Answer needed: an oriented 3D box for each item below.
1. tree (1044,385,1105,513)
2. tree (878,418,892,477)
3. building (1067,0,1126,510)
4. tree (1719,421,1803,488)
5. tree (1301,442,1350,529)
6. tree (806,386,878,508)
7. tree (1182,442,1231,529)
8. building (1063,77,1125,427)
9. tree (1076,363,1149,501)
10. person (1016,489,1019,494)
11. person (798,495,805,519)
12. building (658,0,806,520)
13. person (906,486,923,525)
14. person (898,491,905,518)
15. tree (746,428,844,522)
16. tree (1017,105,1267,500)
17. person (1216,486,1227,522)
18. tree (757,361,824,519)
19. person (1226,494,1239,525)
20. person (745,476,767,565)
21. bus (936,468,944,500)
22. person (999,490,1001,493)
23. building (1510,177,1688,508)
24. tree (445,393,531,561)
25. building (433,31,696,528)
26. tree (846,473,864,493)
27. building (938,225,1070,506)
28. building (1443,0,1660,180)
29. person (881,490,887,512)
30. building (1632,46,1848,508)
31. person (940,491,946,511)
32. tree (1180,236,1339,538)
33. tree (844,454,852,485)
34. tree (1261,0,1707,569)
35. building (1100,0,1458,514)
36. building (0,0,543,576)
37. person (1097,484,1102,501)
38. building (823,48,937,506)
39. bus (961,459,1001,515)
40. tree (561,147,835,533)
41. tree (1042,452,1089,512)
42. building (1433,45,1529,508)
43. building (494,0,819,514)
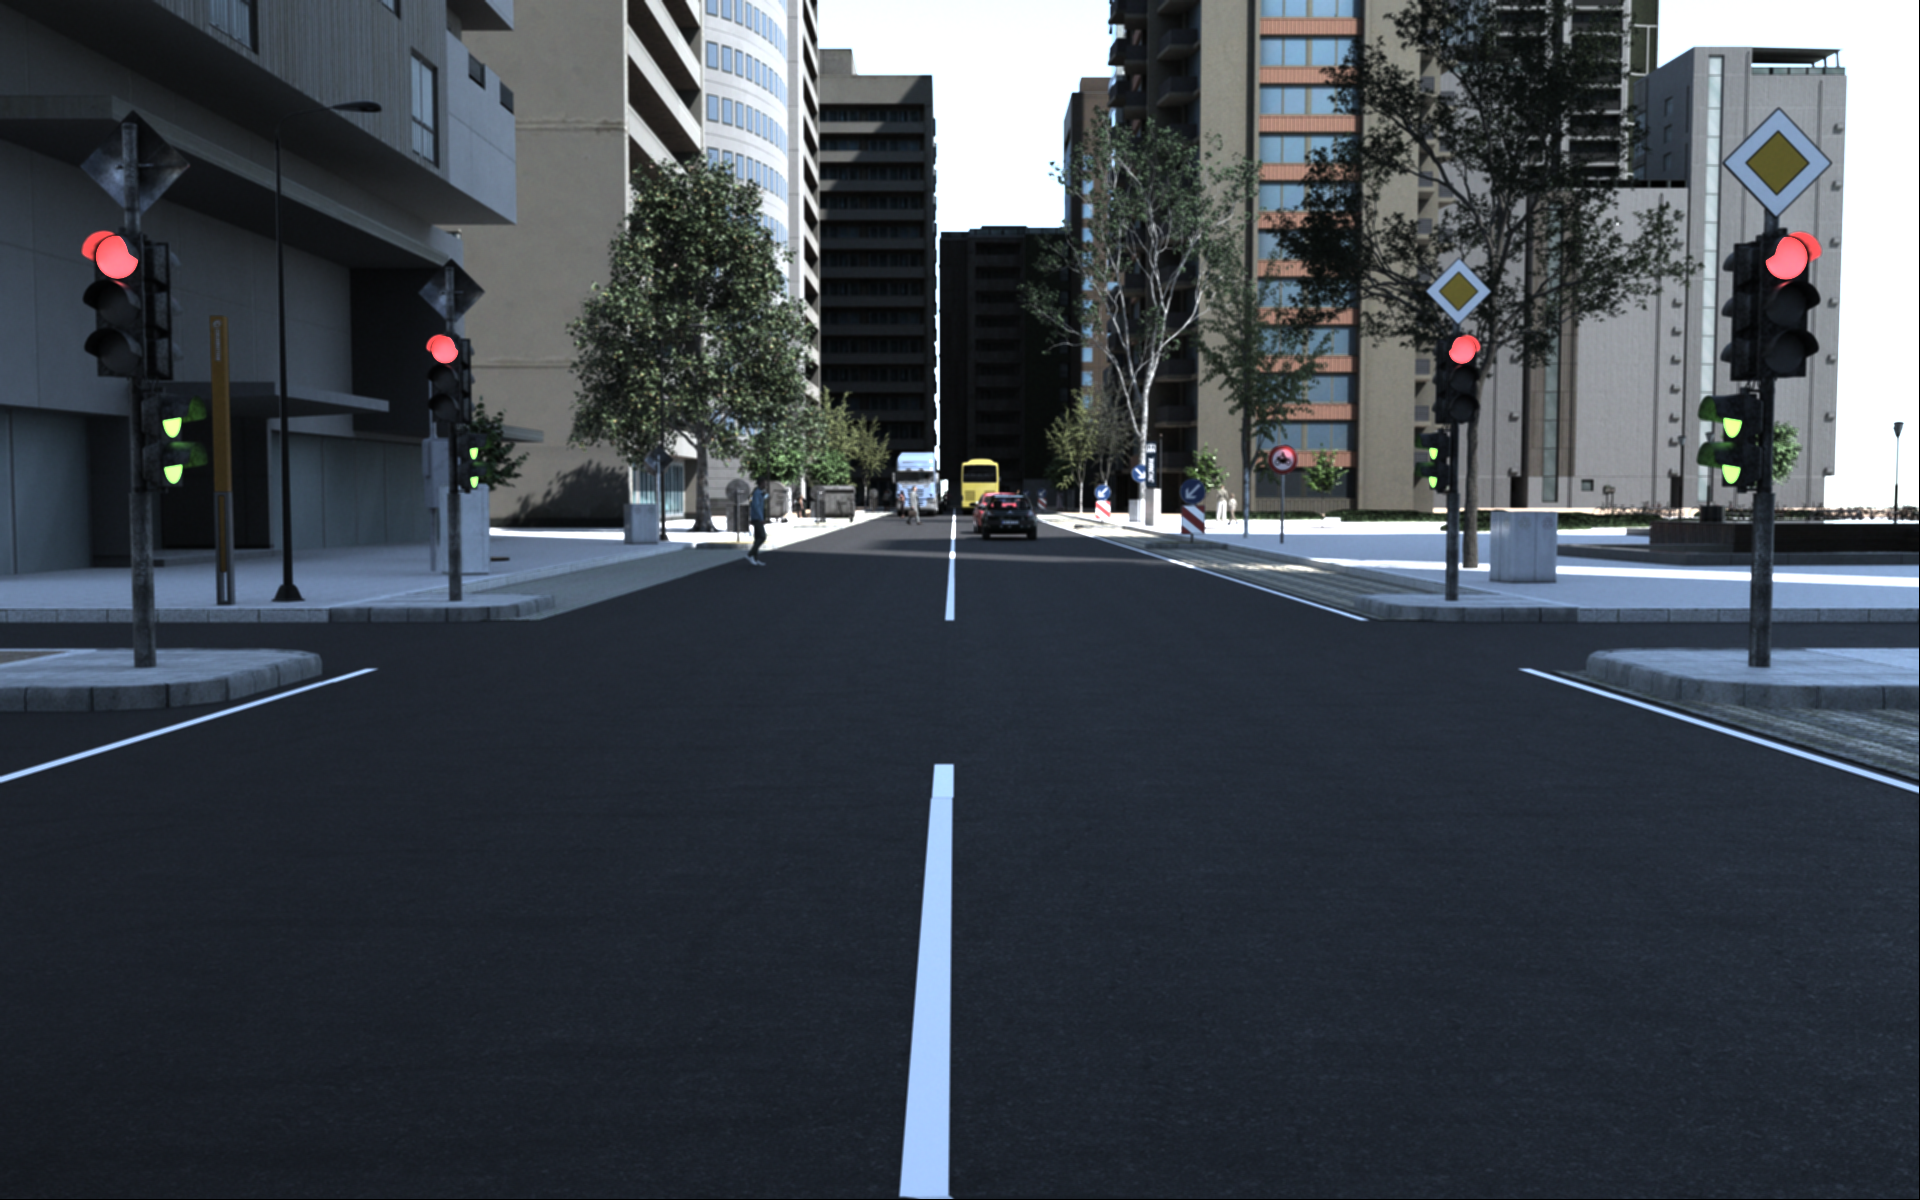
[{"bbox_3d":[8.013,-10.136,116.090,4.737,8.622,4.395,0,3,0],"label":"tree"},{"bbox_3d":[-8.497,-12.808,159.770,4.737,8.622,4.395,0,3,0],"label":"tree"},{"bbox_3d":[21.679,-51.277,151.045,22.319,86.520,31.000,0,4,0],"label":"building"},{"bbox_3d":[31.066,-5.127,67.547,4.285,4.588,4.351,0,3,0],"label":"tree"},{"bbox_3d":[13.518,-4.294,64.800,1.663,3.219,1.824,0,3,0],"label":"tree"},{"bbox_3d":[-8.493,-10.166,116.580,4.737,8.622,4.395,0,3,0],"label":"tree"},{"bbox_3d":[9.141,-4.231,63.784,1.663,3.219,1.824,0,3,0],"label":"tree"},{"bbox_3d":[18.769,-32.989,189.483,14.200,45.320,14.600,0,4,0],"label":"building"},{"bbox_3d":[8.428,-9.056,98.426,4.360,8.622,3.978,0,3,0],"label":"tree"},{"bbox_3d":[3.864,-6.381,113.543,0.721,1.735,1.217,1,4,18],"label":"person"},{"bbox_3d":[-8.310,-4.907,90.947,0.373,1.253,0.362,0,4,1],"label":"person"},{"bbox_3d":[-21.594,-34.699,109.320,21.231,58.520,28.212,0,4,0],"label":"building"},{"bbox_3d":[-2.123,-4.442,81.230,0.767,1.812,0.694,1,4,17],"label":"person"},{"bbox_3d":[-3.478,-5.683,102.882,0.415,1.643,0.593,-3,4,-38],"label":"person"},{"bbox_3d":[-8.430,-5.847,79.318,4.285,4.588,4.351,0,3,0],"label":"tree"},{"bbox_3d":[8.724,-13.938,83.777,12.611,20.169,13.585,0,3,0],"label":"tree"},{"bbox_3d":[11.954,-4.436,79.125,0.519,1.759,0.362,0,4,5],"label":"person"},{"bbox_3d":[-8.786,-8.498,89.300,4.360,8.622,3.978,0,3,0],"label":"tree"},{"bbox_3d":[11.169,-3.717,71.095,0.640,1.303,0.475,2,4,35],"label":"person"},{"bbox_3d":[-4.075,-1.579,34.654,0.444,1.785,0.601,0,4,-2],"label":"person"},{"bbox_3d":[-2.980,-10.139,157.313,2.896,3.916,12.252,0,4,-1],"label":"bus"},{"bbox_3d":[3.665,-9.293,160.447,1.348,1.824,0.705,0,4,-4],"label":"person"},{"bbox_3d":[57.849,-23.842,161.521,14.107,30.474,14.160,0,4,0],"label":"building"},{"bbox_3d":[-9.125,-2.377,33.466,1.663,3.219,1.824,0,3,0],"label":"tree"},{"bbox_3d":[-23.250,-27.589,74.779,21.300,48.544,21.600,0,4,0],"label":"building"},{"bbox_3d":[-9.733,-9.870,155.982,1.663,3.219,1.824,0,3,0],"label":"tree"},{"bbox_3d":[4.618,-25.527,189.070,14.107,30.474,14.160,0,4,0],"label":"building"},{"bbox_3d":[65.958,-46.068,191.456,20.611,71.187,20.563,0,4,0],"label":"building"},{"bbox_3d":[-5.947,-7.752,136.036,0.721,1.735,1.217,-1,4,-22],"label":"person"},{"bbox_3d":[72.115,-29.260,161.998,14.086,41.232,14.154,0,4,0],"label":"building"},{"bbox_3d":[-1.381,-8.355,145.932,0.721,1.723,1.217,2,4,25],"label":"person"},{"bbox_3d":[8.564,-6.102,50.132,4.737,8.622,4.395,0,3,0],"label":"tree"},{"bbox_3d":[-8.542,-7.815,111.483,4.285,4.588,4.351,0,3,0],"label":"tree"},{"bbox_3d":[8.529,-5.810,29.410,7.601,10.594,8.767,-3,4,-38],"label":"tree"},{"bbox_3d":[21.927,-28.613,122.442,22.147,44.769,28.867,0,4,0],"label":"building"},{"bbox_3d":[-25.502,-27.300,35.597,28.713,52.752,27.495,0,4,0],"label":"building"},{"bbox_3d":[7.344,-5.183,90.794,0.388,1.821,0.555,-1,4,-21],"label":"person"},{"bbox_3d":[-13.391,-34.800,192.674,21.600,48.544,21.300,0,4,0],"label":"building"},{"bbox_3d":[1.430,-7.919,121.020,2.896,3.916,12.252,0,4,1],"label":"bus"},{"bbox_3d":[-8.727,-8.609,57.758,9.611,12.733,9.660,0,3,0],"label":"tree"},{"bbox_3d":[7.784,-8.825,127.996,4.285,4.588,4.351,0,3,0],"label":"tree"},{"bbox_3d":[43.460,-29.213,161.219,14.086,41.232,14.154,0,4,0],"label":"building"},{"bbox_3d":[-22.447,-31.283,135.181,21.300,48.544,21.600,0,4,0],"label":"building"}]
